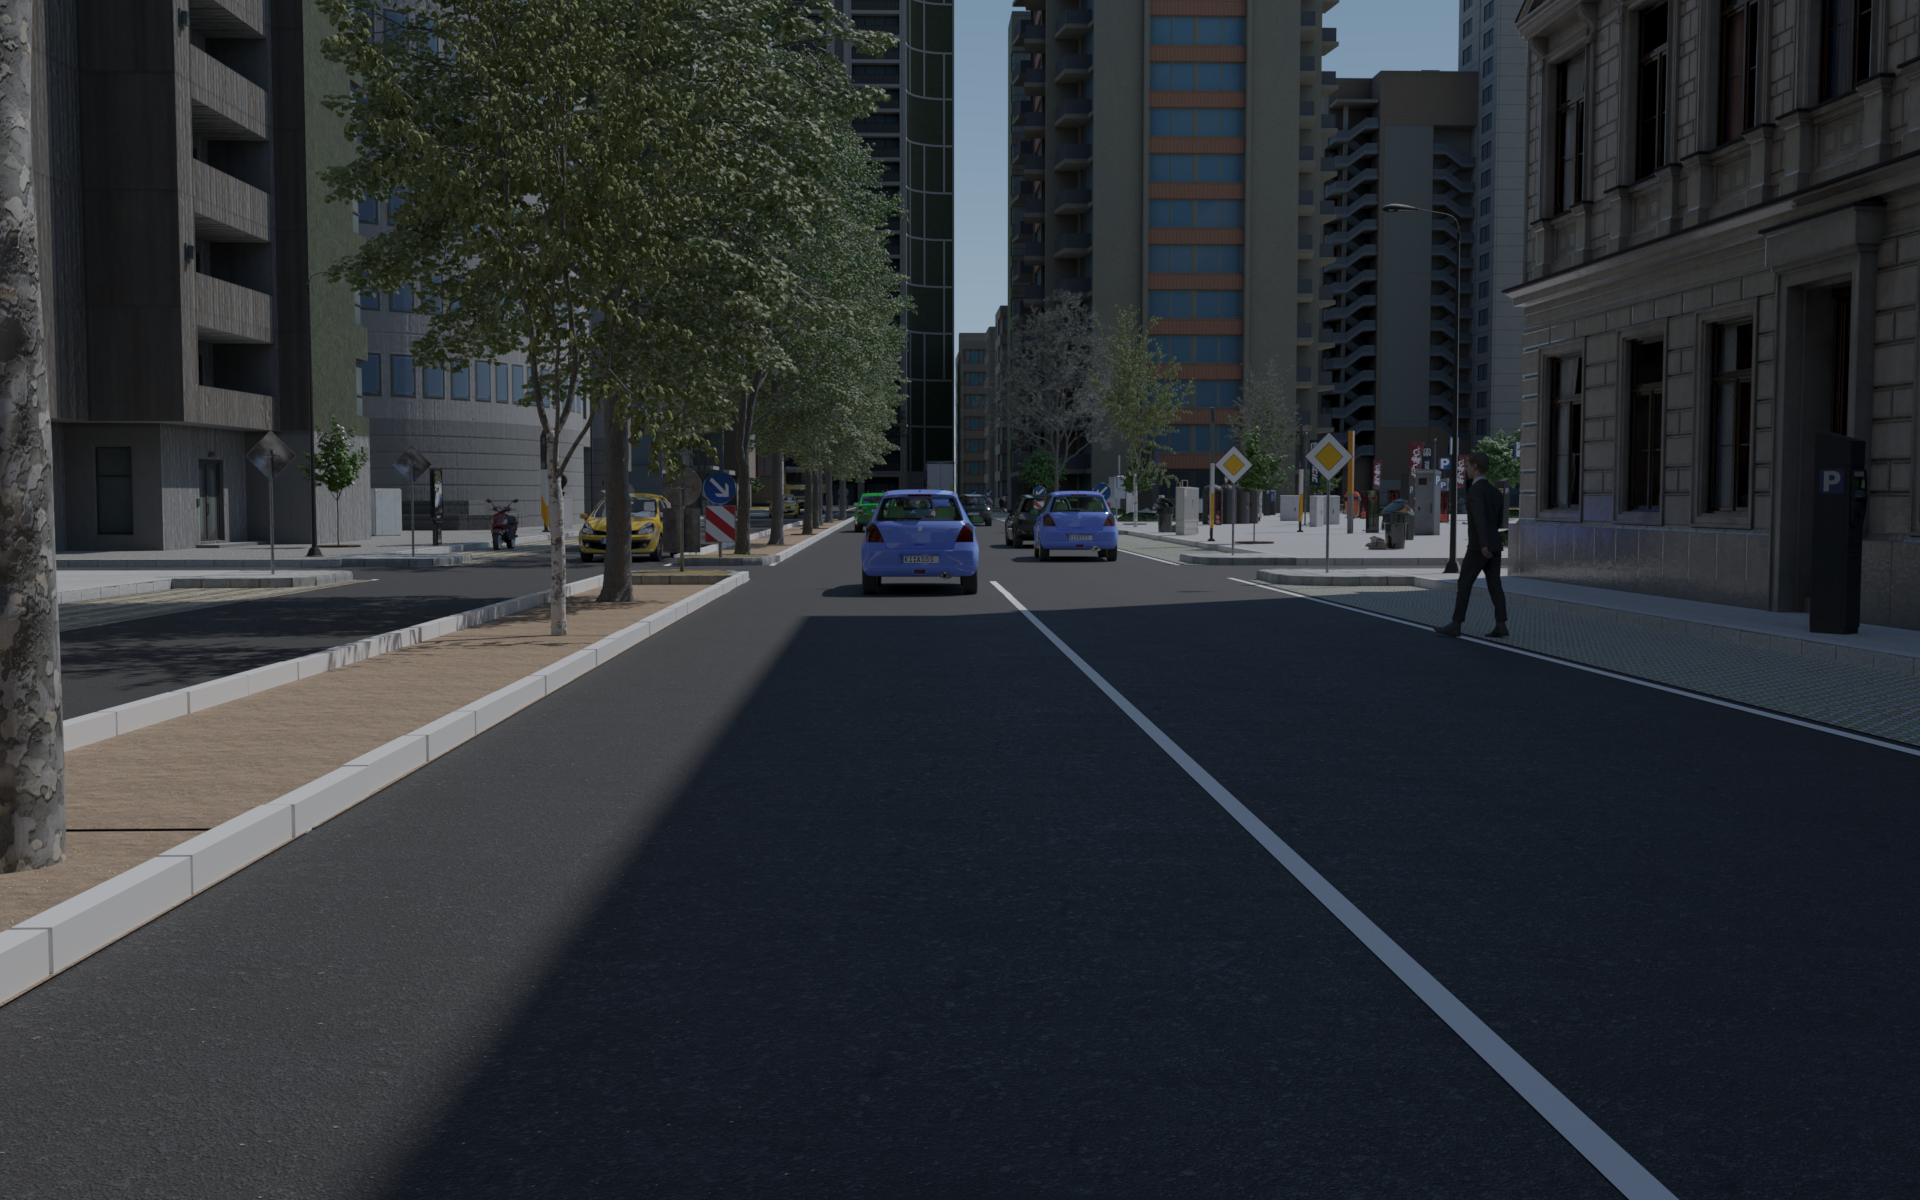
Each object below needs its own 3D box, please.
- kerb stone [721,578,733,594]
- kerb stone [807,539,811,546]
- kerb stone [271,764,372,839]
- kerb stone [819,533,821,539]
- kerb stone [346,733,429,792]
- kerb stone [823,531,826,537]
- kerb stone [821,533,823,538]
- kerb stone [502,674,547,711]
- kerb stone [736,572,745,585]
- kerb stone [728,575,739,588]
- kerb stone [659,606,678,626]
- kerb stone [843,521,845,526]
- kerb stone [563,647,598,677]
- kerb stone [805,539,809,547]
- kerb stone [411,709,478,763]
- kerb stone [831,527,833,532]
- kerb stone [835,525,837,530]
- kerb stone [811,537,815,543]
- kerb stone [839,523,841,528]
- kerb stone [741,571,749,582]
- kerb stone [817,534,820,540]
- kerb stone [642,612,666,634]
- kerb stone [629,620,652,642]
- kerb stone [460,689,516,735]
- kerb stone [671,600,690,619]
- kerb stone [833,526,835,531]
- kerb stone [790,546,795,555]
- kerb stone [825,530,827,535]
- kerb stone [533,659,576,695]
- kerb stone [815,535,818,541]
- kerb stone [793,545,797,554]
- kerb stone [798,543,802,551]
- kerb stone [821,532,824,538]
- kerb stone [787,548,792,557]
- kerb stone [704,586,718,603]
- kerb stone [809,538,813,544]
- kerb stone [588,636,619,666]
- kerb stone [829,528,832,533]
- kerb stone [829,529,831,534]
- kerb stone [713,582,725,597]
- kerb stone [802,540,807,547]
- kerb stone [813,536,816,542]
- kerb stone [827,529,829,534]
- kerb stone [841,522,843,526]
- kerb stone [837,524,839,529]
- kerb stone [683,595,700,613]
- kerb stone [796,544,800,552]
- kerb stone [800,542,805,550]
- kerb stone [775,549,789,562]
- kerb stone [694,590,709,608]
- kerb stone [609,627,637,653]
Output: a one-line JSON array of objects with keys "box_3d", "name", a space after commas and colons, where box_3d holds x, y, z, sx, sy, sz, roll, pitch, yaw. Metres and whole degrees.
[{"box_3d": [-3.442, -0.178, 25.112, 0.120, 0.150, 1.000, 0, 4, -2], "name": "kerb stone"}, {"box_3d": [-4.219, -1.528, 47.174, 0.120, 0.150, 1.000, 0, 4, -2], "name": "kerb stone"}, {"box_3d": [-2.836, 0.892, 7.685, 0.120, 0.150, 1.000, 0, 4, -2], "name": "kerb stone"}, {"box_3d": [-4.426, -1.904, 53.330, 0.120, 0.150, 1.000, 0, 4, -2], "name": "kerb stone"}, {"box_3d": [-2.881, 0.825, 8.706, 0.120, 0.150, 1.000, 0, 4, -2], "name": "kerb stone"}, {"box_3d": [-4.539, -2.092, 56.404, 0.120, 0.150, 1.000, 0, 4, -2], "name": "kerb stone"}, {"box_3d": [-4.471, -1.962, 54.351, 0.120, 0.150, 1.000, 0, 4, -2], "name": "kerb stone"}, {"box_3d": [-2.986, 0.644, 11.778, 0.120, 0.150, 1.000, 0, 4, -2], "name": "kerb stone"}, {"box_3d": [-3.514, -0.300, 27.163, 0.120, 0.150, 1.000, 0, 4, -2], "name": "kerb stone"}, {"box_3d": [-3.484, -0.241, 26.133, 0.120, 0.150, 1.000, 0, 4, -2], "name": "kerb stone"}, {"box_3d": [-3.238, 0.200, 18.980, 0.120, 0.150, 1.000, 0, 4, -2], "name": "kerb stone"}, {"box_3d": [-5.221, -3.281, 75.860, 0.120, 0.150, 1.000, 0, 4, -2], "name": "kerb stone"}, {"box_3d": [-3.056, 0.518, 13.828, 0.120, 0.150, 1.000, 0, 4, -2], "name": "kerb stone"}, {"box_3d": [-4.182, -1.465, 46.147, 0.120, 0.150, 1.000, 0, 4, -2], "name": "kerb stone"}, {"box_3d": [-2.908, 0.763, 9.727, 0.120, 0.150, 1.000, 0, 4, -2], "name": "kerb stone"}, {"box_3d": [-4.756, -2.468, 62.542, 0.120, 0.150, 1.000, 0, 4, -2], "name": "kerb stone"}, {"box_3d": [-4.892, -2.718, 66.629, 0.120, 0.150, 1.000, 0, 4, -2], "name": "kerb stone"}, {"box_3d": [-4.290, -1.651, 49.227, 0.120, 0.150, 1.000, 0, 4, -2], "name": "kerb stone"}, {"box_3d": [-5.036, -2.969, 70.733, 0.120, 0.150, 1.000, 0, 4, -2], "name": "kerb stone"}, {"box_3d": [-3.544, -0.367, 28.193, 0.120, 0.150, 1.000, 0, 4, -2], "name": "kerb stone"}, {"box_3d": [-4.399, -1.834, 52.306, 0.120, 0.150, 1.000, 0, 4, -2], "name": "kerb stone"}, {"box_3d": [-3.199, 0.260, 17.945, 0.120, 0.150, 1.000, 0, 4, -2], "name": "kerb stone"}, {"box_3d": [-3.168, 0.331, 16.913, 0.120, 0.150, 1.000, 0, 4, -2], "name": "kerb stone"}, {"box_3d": [-2.942, 0.700, 10.752, 0.120, 0.150, 1.000, 0, 4, -2], "name": "kerb stone"}, {"box_3d": [-3.272, 0.134, 20.001, 0.120, 0.150, 1.000, 0, 4, -2], "name": "kerb stone"}, {"box_3d": [-4.824, -2.589, 64.586, 0.120, 0.150, 1.000, 0, 4, -2], "name": "kerb stone"}, {"box_3d": [-3.960, -1.089, 40.001, 0.120, 0.150, 1.000, 0, 4, -2], "name": "kerb stone"}, {"box_3d": [-4.571, -2.155, 57.425, 0.120, 0.150, 1.000, 0, 4, -2], "name": "kerb stone"}, {"box_3d": [-3.014, 0.580, 12.800, 0.120, 0.150, 1.000, 0, 4, -2], "name": "kerb stone"}, {"box_3d": [-4.359, -1.779, 51.284, 0.120, 0.150, 1.000, 0, 4, -2], "name": "kerb stone"}, {"box_3d": [-4.004, -1.151, 41.022, 0.120, 0.150, 1.000, 0, 4, -2], "name": "kerb stone"}, {"box_3d": [-4.076, -1.274, 43.068, 0.120, 0.150, 1.000, 0, 4, -2], "name": "kerb stone"}, {"box_3d": [-4.507, -2.015, 55.380, 0.120, 0.150, 1.000, 0, 4, -2], "name": "kerb stone"}, {"box_3d": [-3.925, -1.026, 38.972, 0.120, 0.150, 1.000, 0, 4, -2], "name": "kerb stone"}, {"box_3d": [-3.375, -0.053, 23.069, 0.120, 0.150, 1.000, 0, 4, -2], "name": "kerb stone"}, {"box_3d": [-4.248, -1.591, 48.200, 0.120, 0.150, 1.000, 0, 4, -2], "name": "kerb stone"}, {"box_3d": [-3.085, 0.451, 14.857, 0.120, 0.150, 1.000, 0, 4, -2], "name": "kerb stone"}, {"box_3d": [-4.713, -2.405, 61.521, 0.120, 0.150, 1.000, 0, 4, -2], "name": "kerb stone"}, {"box_3d": [-4.688, -2.340, 60.499, 0.120, 0.150, 1.000, 0, 4, -2], "name": "kerb stone"}, {"box_3d": [-3.410, -0.112, 24.090, 0.120, 0.150, 1.000, 0, 4, -2], "name": "kerb stone"}, {"box_3d": [-4.142, -1.402, 45.116, 0.120, 0.150, 1.000, 0, 4, -2], "name": "kerb stone"}, {"box_3d": [-4.326, -1.713, 50.249, 0.120, 0.150, 1.000, 0, 4, -2], "name": "kerb stone"}, {"box_3d": [-4.650, -2.280, 59.475, 0.120, 0.150, 1.000, 0, 4, -2], "name": "kerb stone"}, {"box_3d": [-5.114, -3.094, 72.777, 0.120, 0.150, 1.000, 0, 4, -2], "name": "kerb stone"}, {"box_3d": [-4.973, -2.844, 68.689, 0.120, 0.150, 1.000, 0, 4, -2], "name": "kerb stone"}, {"box_3d": [-3.304, 0.072, 21.023, 0.120, 0.150, 1.000, 0, 4, -2], "name": "kerb stone"}, {"box_3d": [-4.032, -1.211, 42.044, 0.120, 0.150, 1.000, 0, 4, -2], "name": "kerb stone"}, {"box_3d": [-4.111, -1.336, 44.090, 0.120, 0.150, 1.000, 0, 4, -2], "name": "kerb stone"}, {"box_3d": [-3.897, -0.963, 37.940, 0.120, 0.150, 1.000, 0, 4, -2], "name": "kerb stone"}, {"box_3d": [-3.340, 0.009, 22.047, 0.120, 0.150, 1.000, 0, 4, -2], "name": "kerb stone"}, {"box_3d": [-3.127, 0.386, 15.887, 0.120, 0.150, 1.000, 0, 4, -2], "name": "kerb stone"}]
